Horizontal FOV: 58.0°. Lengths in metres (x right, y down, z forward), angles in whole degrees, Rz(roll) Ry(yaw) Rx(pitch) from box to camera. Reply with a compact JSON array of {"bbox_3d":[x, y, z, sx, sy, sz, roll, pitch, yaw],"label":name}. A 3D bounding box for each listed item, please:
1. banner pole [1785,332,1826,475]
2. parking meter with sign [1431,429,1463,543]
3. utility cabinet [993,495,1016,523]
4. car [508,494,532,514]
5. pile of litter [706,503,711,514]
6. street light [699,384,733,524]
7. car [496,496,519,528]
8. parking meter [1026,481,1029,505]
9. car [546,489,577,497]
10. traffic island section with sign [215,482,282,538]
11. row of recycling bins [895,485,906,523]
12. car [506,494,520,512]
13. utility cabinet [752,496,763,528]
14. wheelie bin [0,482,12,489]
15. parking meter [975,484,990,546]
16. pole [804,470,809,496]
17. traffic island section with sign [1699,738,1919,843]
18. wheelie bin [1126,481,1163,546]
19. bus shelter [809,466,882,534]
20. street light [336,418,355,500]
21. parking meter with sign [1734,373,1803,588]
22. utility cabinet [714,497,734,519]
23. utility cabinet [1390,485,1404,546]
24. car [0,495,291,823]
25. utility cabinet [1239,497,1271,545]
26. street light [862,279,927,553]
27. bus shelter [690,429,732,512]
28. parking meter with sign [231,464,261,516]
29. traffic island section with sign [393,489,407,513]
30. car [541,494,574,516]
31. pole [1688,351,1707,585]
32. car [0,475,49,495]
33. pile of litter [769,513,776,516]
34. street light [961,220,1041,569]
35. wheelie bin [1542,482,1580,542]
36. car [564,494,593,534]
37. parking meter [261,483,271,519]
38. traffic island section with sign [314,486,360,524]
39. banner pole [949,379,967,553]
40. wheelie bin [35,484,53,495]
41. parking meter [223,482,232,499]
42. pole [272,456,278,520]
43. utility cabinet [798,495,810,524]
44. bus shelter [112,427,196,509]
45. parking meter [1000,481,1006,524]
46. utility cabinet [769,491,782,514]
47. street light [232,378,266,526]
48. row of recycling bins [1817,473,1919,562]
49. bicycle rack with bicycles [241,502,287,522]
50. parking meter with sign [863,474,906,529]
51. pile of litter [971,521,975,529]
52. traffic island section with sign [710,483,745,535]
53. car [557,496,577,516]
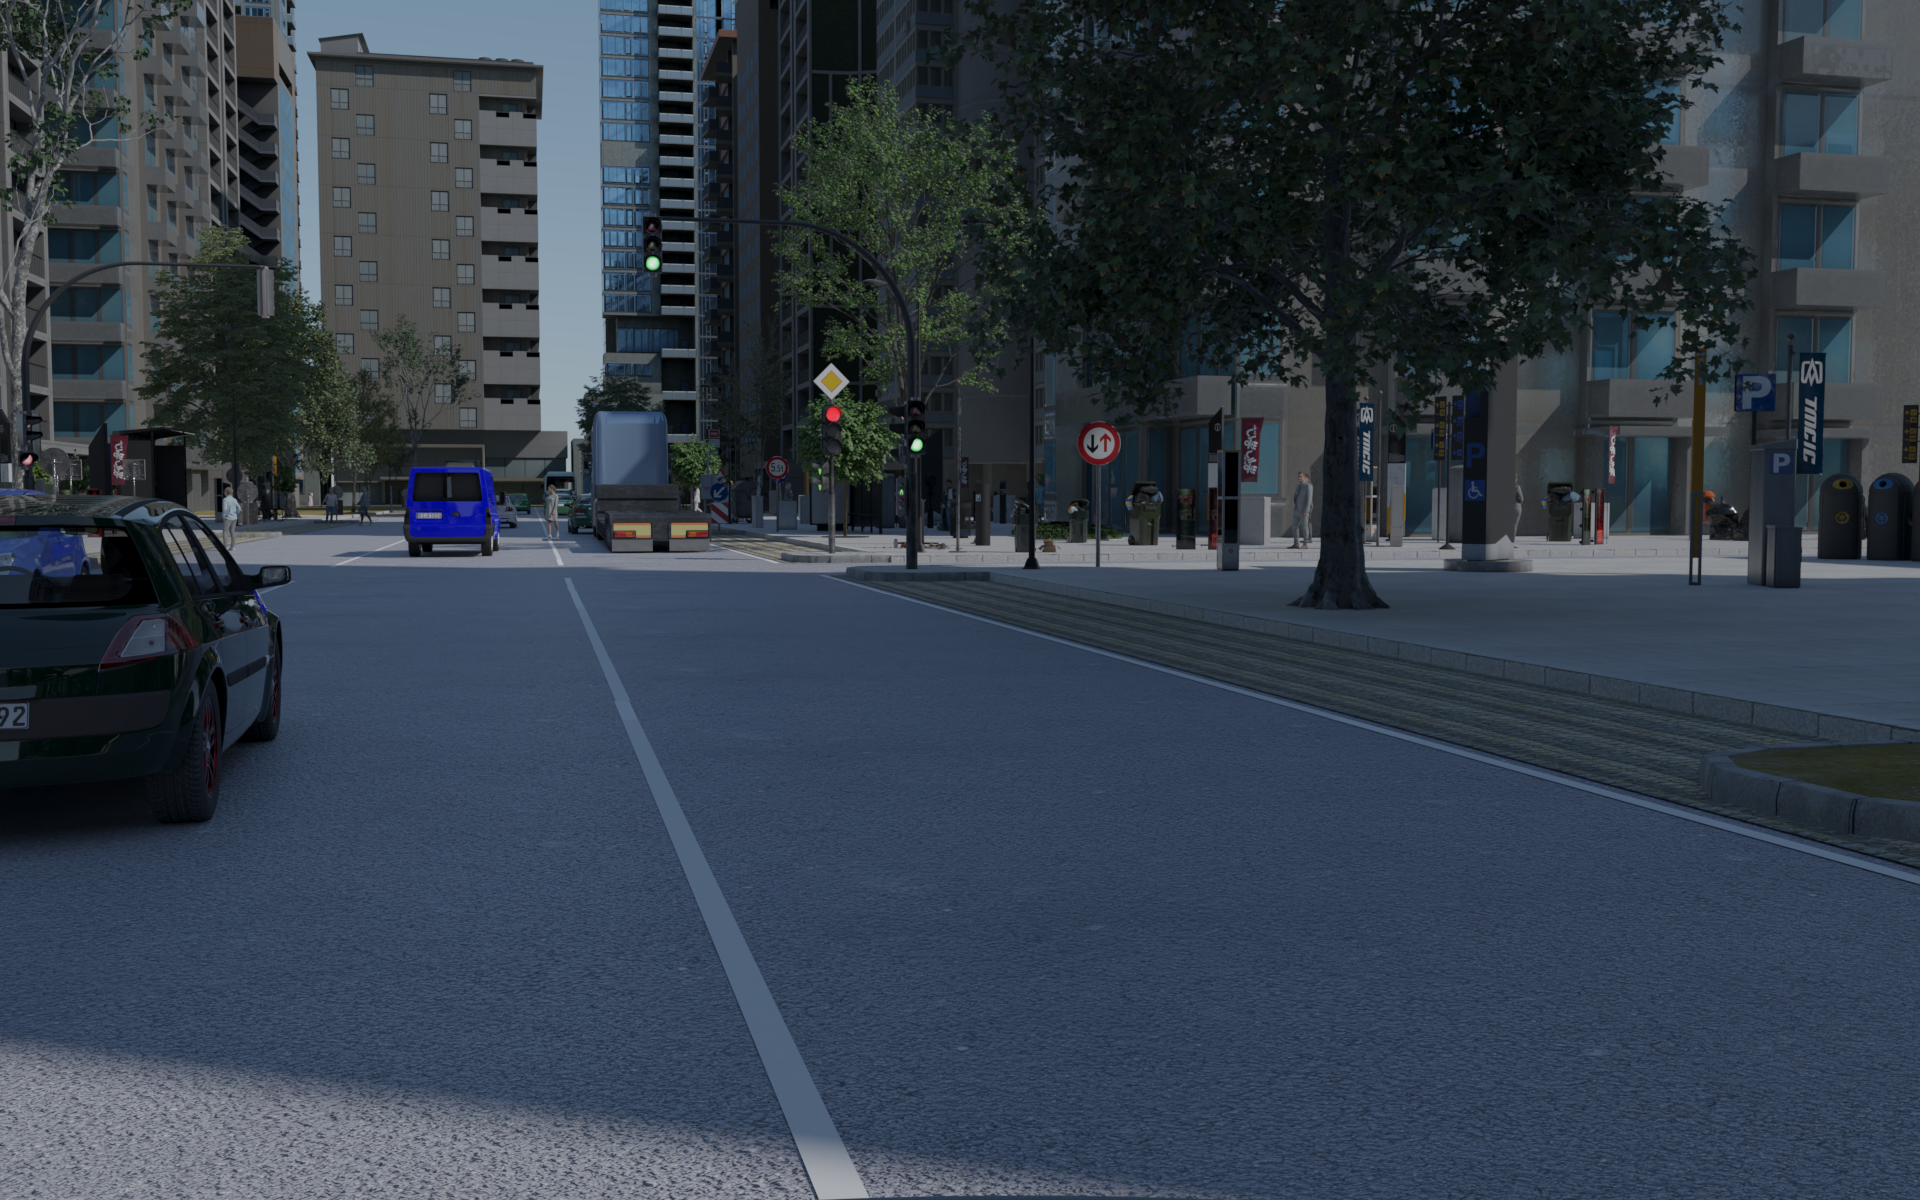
[{"bbox_3d":[13.070,-2.257,26.927,0.863,3.779,0.401,-1,4,-11],"label":"banner pole"},{"bbox_3d":[13.167,-3.010,45.476,0.543,3.016,1.738,-2,4,-28],"label":"parking meter with sign"},{"bbox_3d":[1.970,-4.029,77.032,1.020,1.237,0.306,2,4,34],"label":"utility cabinet"},{"bbox_3d":[-31.481,-7.003,123.290,1.959,1.807,4.718,-1,4,-13],"label":"car"},{"bbox_3d":[-13.081,-4.596,89.106,1.176,0.858,1.719,-1,4,-12],"label":"pile of litter"},{"bbox_3d":[-10.347,-6.181,73.594,1.470,5.913,1.316,-1,4,-14],"label":"street light"},{"bbox_3d":[-19.842,-3.755,73.764,2.083,1.381,4.827,-1,4,-13],"label":"car"},{"bbox_3d":[3.120,-4.364,77.070,0.255,1.863,0.399,-1,4,-12],"label":"parking meter"},{"bbox_3d":[-29.571,-7.327,128.462,2.281,1.827,5.304,-1,4,-13],"label":"car"},{"bbox_3d":[-23.658,-2.991,57.525,1.989,1.847,2.006,-1,4,-14],"label":"traffic island section with sign"},{"bbox_3d":[-2.676,-4.229,76.261,1.069,1.692,3.534,2,4,35],"label":"row of recycling bins"},{"bbox_3d":[-37.116,-8.094,142.552,2.015,1.641,3.980,-1,4,-15],"label":"car"},{"bbox_3d":[-7.665,-3.333,65.655,0.306,1.237,1.020,-1,4,-16],"label":"utility cabinet"},{"bbox_3d":[-24.922,-2.280,45.182,0.980,1.594,0.693,1,4,13],"label":"wheelie bin"},{"bbox_3d":[0.568,-2.116,43.001,0.372,1.533,0.369,0,3,0],"label":"parking meter"},{"bbox_3d":[-7.278,-5.402,82.173,0.158,3.312,0.155,0,3,0],"label":"pole"},{"bbox_3d":[4.577,0.047,7.866,1.989,1.847,2.006,-1,4,-14],"label":"traffic island section with sign"},{"bbox_3d":[4.641,-2.163,43.267,0.980,1.594,0.693,-2,4,-26],"label":"wheelie bin"},{"bbox_3d":[-3.834,-3.901,57.706,2.014,3.302,5.546,-1,4,-14],"label":"bus shelter"},{"bbox_3d":[-37.528,-8.151,105.809,1.470,5.913,1.316,-1,4,-14],"label":"street light"},{"bbox_3d":[11.398,-1.717,24.328,0.543,3.016,1.738,0,4,8],"label":"parking meter with sign"},{"bbox_3d":[-10.726,-4.137,78.806,0.306,1.237,1.020,2,4,35],"label":"utility cabinet"},{"bbox_3d":[10.727,-2.074,42.586,0.318,1.500,1.173,1,4,14],"label":"utility cabinet"},{"bbox_3d":[-4.475,0.067,8.689,2.009,1.686,4.222,-1,4,-16],"label":"car"},{"bbox_3d":[7.357,-1.993,43.752,0.306,1.237,1.020,-3,5,-43],"label":"utility cabinet"},{"bbox_3d":[-1.428,-3.988,37.740,1.470,5.913,1.316,-1,4,-14],"label":"street light"},{"bbox_3d":[-15.293,-7.768,104.641,2.179,5.291,8.768,-1,4,-14],"label":"bus shelter"},{"bbox_3d":[-42.004,-6.465,101.962,0.543,3.016,1.738,2,4,23],"label":"parking meter with sign"},{"bbox_3d":[-42.291,-7.571,132.405,1.989,1.847,2.006,-1,4,-14],"label":"traffic island section with sign"},{"bbox_3d":[-23.827,-5.586,103.135,2.131,1.459,4.920,-1,4,-14],"label":"car"},{"bbox_3d":[10.354,-1.863,24.307,0.158,3.312,0.155,0,3,0],"label":"pole"},{"bbox_3d":[-10.786,-0.574,18.983,1.945,1.707,3.694,-1,4,-16],"label":"car"},{"bbox_3d":[-10.524,-5.462,103.267,1.719,0.858,1.176,3,4,37],"label":"pile of litter"},{"bbox_3d":[0.703,-3.475,29.355,1.470,5.913,1.316,-1,4,-14],"label":"street light"},{"bbox_3d":[16.242,-2.379,46.811,0.980,1.594,0.693,1,4,16],"label":"wheelie bin"},{"bbox_3d":[-13.392,-3.160,63.472,2.131,1.459,4.920,-1,4,-15],"label":"car"},{"bbox_3d":[-35.046,-5.001,87.477,0.255,1.863,0.399,2,4,26],"label":"parking meter"},{"bbox_3d":[-30.299,-4.625,84.239,1.989,1.847,2.006,-1,4,-14],"label":"traffic island section with sign"},{"bbox_3d":[-0.017,-2.917,37.705,0.401,3.779,0.863,0,4,-7],"label":"banner pole"},{"bbox_3d":[-28.958,-2.860,54.667,0.980,1.594,0.693,-2,4,-32],"label":"wheelie bin"},{"bbox_3d":[-35.961,-4.846,84.937,0.399,1.863,0.255,0,4,0],"label":"parking meter"},{"bbox_3d":[-34.370,-5.690,86.879,0.158,3.312,0.155,0,3,0],"label":"pole"},{"bbox_3d":[-6.379,-3.882,74.634,1.020,1.237,0.306,-1,4,-19],"label":"utility cabinet"},{"bbox_3d":[-29.352,-4.402,63.255,1.731,3.624,6.357,-1,4,-14],"label":"bus shelter"},{"bbox_3d":[1.857,-4.220,74.709,0.255,1.863,0.399,1,4,9],"label":"parking meter"},{"bbox_3d":[-11.469,-6.045,107.508,0.318,1.500,1.173,-2,4,-32],"label":"utility cabinet"},{"bbox_3d":[-28.485,-5.925,69.409,1.470,5.913,1.316,-1,4,-14],"label":"street light"},{"bbox_3d":[18.239,-1.595,33.196,1.069,1.692,3.534,-3,4,-36],"label":"row of recycling bins"},{"bbox_3d":[-32.717,-4.113,80.632,2.925,0.926,2.852,0,4,6],"label":"bicycle rack with bicycles"},{"bbox_3d":[-2.778,-4.178,64.570,1.738,3.016,0.543,-1,4,-13],"label":"parking meter with sign"},{"bbox_3d":[0.250,-3.032,63.545,1.176,0.858,1.719,1,4,20],"label":"pile of litter"},{"bbox_3d":[-8.696,-3.217,61.224,1.989,1.847,2.006,-1,4,-14],"label":"traffic island section with sign"},{"bbox_3d":[-26.187,-6.343,116.290,1.945,1.354,3.894,-1,4,-12],"label":"car"}]
